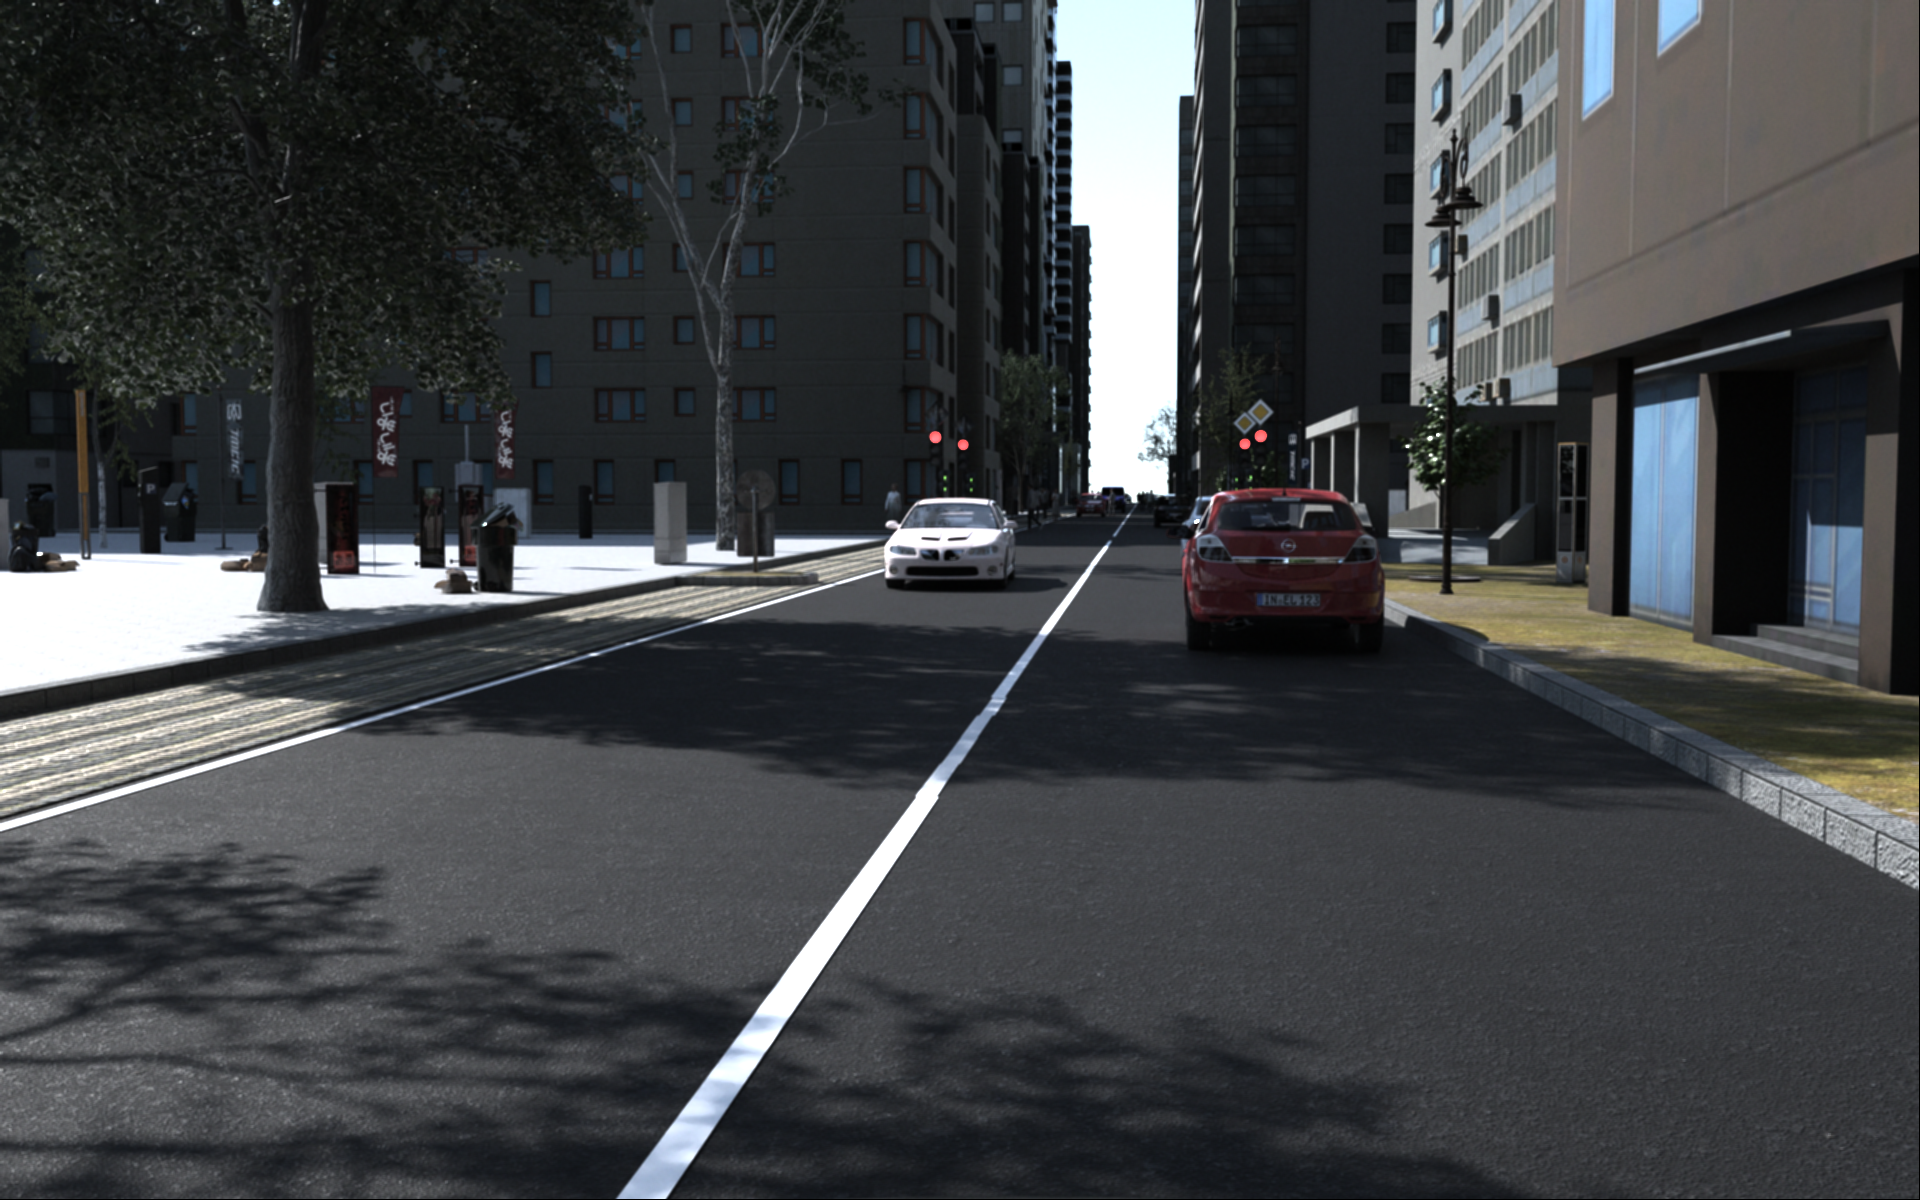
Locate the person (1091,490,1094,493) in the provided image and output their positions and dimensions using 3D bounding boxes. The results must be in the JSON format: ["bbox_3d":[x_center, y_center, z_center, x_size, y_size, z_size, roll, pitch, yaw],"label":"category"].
[{"bbox_3d":[10.512,-7.954,138.992,0.568,1.767,0.683,2,4,28],"label":"person"}]

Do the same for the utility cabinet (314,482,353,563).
[{"bbox_3d":[-11.695,-1.446,32.320,0.318,1.500,1.173,0,4,3],"label":"utility cabinet"}]

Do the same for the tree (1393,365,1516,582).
[{"bbox_3d":[7.130,-1.883,25.397,1.663,3.219,1.824,0,3,0],"label":"tree"}]

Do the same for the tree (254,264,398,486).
[{"bbox_3d":[-19.074,-6.152,50.949,4.737,8.622,4.395,0,3,0],"label":"tree"}]

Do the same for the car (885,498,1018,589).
[{"bbox_3d":[-0.093,-0.946,27.830,2.083,1.381,4.827,0,4,4],"label":"car"}]

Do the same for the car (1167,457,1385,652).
[{"bbox_3d":[3.149,-0.507,17.329,2.155,1.783,4.494,0,4,7],"label":"car"}]

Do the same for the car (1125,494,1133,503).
[{"bbox_3d":[25.637,-15.662,267.878,2.131,1.459,4.920,0,4,5],"label":"car"}]

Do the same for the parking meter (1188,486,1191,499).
[{"bbox_3d":[16.610,-7.320,125.400,0.255,1.863,0.399,1,4,8],"label":"parking meter"}]

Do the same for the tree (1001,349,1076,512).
[{"bbox_3d":[4.378,-12.007,122.063,9.928,11.665,9.643,0,3,0],"label":"tree"}]

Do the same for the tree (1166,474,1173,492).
[{"bbox_3d":[28.827,-14.949,228.123,4.285,4.588,4.351,0,3,0],"label":"tree"}]

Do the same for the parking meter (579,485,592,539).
[{"bbox_3d":[-10.785,-2.536,49.877,0.372,1.533,0.369,0,3,0],"label":"parking meter"}]

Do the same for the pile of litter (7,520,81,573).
[{"bbox_3d":[-15.373,-0.919,28.997,1.176,0.858,1.719,-1,4,-12],"label":"pile of litter"}]

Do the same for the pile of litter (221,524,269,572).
[{"bbox_3d":[-11.750,-0.918,28.971,1.176,0.858,1.719,-2,4,-30],"label":"pile of litter"}]

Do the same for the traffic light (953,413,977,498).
[{"bbox_3d":[0.159,-4.349,60.028,0.839,4.253,0.868,0,4,6],"label":"traffic light"}]

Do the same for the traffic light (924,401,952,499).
[{"bbox_3d":[-0.684,-3.863,52.088,0.839,4.253,0.868,0,4,6],"label":"traffic light"}]

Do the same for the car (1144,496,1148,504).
[{"bbox_3d":[24.931,-13.521,231.293,2.015,1.641,3.980,0,4,4],"label":"car"}]

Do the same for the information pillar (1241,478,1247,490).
[{"bbox_3d":[13.019,-4.607,79.818,0.304,2.012,0.304,3,5,45],"label":"information pillar"}]

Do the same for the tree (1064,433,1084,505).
[{"bbox_3d":[13.073,-15.941,210.998,4.737,8.622,4.395,0,3,0],"label":"tree"}]

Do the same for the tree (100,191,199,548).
[{"bbox_3d":[-20.135,-5.543,40.991,4.737,8.622,4.395,0,3,0],"label":"tree"}]

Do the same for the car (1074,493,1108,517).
[{"bbox_3d":[8.320,-6.155,109.675,2.155,1.783,4.494,0,4,6],"label":"car"}]

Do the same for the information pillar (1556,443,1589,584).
[{"bbox_3d":[8.811,-1.250,24.929,0.304,2.012,0.304,-2,4,-34],"label":"information pillar"}]

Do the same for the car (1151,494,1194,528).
[{"bbox_3d":[9.299,-3.997,75.143,2.009,1.686,4.222,0,4,6],"label":"car"}]

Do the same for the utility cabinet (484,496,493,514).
[{"bbox_3d":[-14.308,-2.521,52.378,0.306,1.237,1.020,0,4,-8],"label":"utility cabinet"}]

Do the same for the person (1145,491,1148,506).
[{"bbox_3d":[22.795,-12.376,210.718,0.709,1.838,0.599,0,4,-7],"label":"person"}]

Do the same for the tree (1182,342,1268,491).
[{"bbox_3d":[13.124,-8.189,84.245,4.737,8.622,4.395,0,3,0],"label":"tree"}]

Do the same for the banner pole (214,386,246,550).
[{"bbox_3d":[-16.862,-3.057,40.000,0.863,3.779,0.401,1,4,18],"label":"banner pole"}]

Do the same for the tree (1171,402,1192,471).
[{"bbox_3d":[18.997,-11.486,138.162,4.360,8.622,3.978,0,3,0],"label":"tree"}]

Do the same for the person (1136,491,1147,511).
[{"bbox_3d":[15.383,-8.373,146.120,1.217,1.735,0.721,-2,4,-27],"label":"person"}]

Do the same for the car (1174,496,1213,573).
[{"bbox_3d":[4.986,-1.233,32.159,2.014,1.417,4.499,0,4,7],"label":"car"}]

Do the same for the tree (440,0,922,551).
[{"bbox_3d":[-6.176,-11.266,40.081,12.611,20.169,13.585,0,3,0],"label":"tree"}]

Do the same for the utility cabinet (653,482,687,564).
[{"bbox_3d":[-5.336,-1.418,31.861,0.318,1.500,1.173,0,4,6],"label":"utility cabinet"}]

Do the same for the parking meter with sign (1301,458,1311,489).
[{"bbox_3d":[17.236,-5.383,84.267,0.543,3.016,1.738,3,5,42],"label":"parking meter with sign"}]

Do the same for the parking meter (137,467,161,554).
[{"bbox_3d":[-17.450,-1.929,37.248,0.399,1.863,0.255,-3,5,-43],"label":"parking meter"}]

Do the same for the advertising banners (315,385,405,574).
[{"bbox_3d":[-9.930,-1.928,27.713,2.074,3.025,0.090,-2,4,-27],"label":"advertising banners"}]

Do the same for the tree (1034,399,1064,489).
[{"bbox_3d":[5.698,-11.056,131.126,4.360,8.622,3.978,0,3,0],"label":"tree"}]

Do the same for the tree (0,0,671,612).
[{"bbox_3d":[-7.393,-6.859,18.799,9.857,13.997,8.962,0,3,0],"label":"tree"}]

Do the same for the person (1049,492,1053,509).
[{"bbox_3d":[8.067,-8.806,153.279,1.065,1.426,0.557,-2,4,-29],"label":"person"}]

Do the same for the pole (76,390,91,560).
[{"bbox_3d":[-17.184,-2.453,33.946,0.158,3.312,0.155,0,3,0],"label":"pole"}]

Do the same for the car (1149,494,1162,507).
[{"bbox_3d":[21.680,-10.954,190.900,2.131,1.459,4.920,0,4,4],"label":"car"}]

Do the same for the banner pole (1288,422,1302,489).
[{"bbox_3d":[11.669,-4.296,60.252,0.401,3.779,0.863,-2,4,-30],"label":"banner pole"}]

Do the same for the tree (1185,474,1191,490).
[{"bbox_3d":[19.589,-9.129,143.861,1.663,3.219,1.824,0,3,0],"label":"tree"}]

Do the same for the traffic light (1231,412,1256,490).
[{"bbox_3d":[9.669,-4.289,59.038,0.839,4.253,0.868,0,4,6],"label":"traffic light"}]

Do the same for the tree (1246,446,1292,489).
[{"bbox_3d":[12.428,-4.579,69.464,1.663,3.219,1.824,0,3,0],"label":"tree"}]

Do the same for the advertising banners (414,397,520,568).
[{"bbox_3d":[-8.679,-2.106,30.616,2.074,3.025,0.090,-3,5,-45],"label":"advertising banners"}]

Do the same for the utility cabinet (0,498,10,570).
[{"bbox_3d":[-16.718,-1.122,29.514,1.020,1.237,0.306,1,4,15],"label":"utility cabinet"}]

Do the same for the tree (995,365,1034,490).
[{"bbox_3d":[1.727,-8.979,97.165,4.360,8.622,3.978,0,3,0],"label":"tree"}]

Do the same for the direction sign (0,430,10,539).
[{"bbox_3d":[-27.571,-3.533,49.760,0.379,3.537,0.876,-2,4,-32],"label":"direction sign"}]

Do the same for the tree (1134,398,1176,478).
[{"bbox_3d":[27.138,-18.907,219.494,12.009,13.543,11.850,0,3,0],"label":"tree"}]

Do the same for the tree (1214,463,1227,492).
[{"bbox_3d":[16.836,-7.001,109.064,1.663,3.219,1.824,0,3,0],"label":"tree"}]

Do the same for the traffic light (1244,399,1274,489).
[{"bbox_3d":[8.825,-3.803,51.097,0.839,4.253,0.868,0,4,6],"label":"traffic light"}]

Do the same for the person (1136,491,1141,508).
[{"bbox_3d":[17.981,-10.067,174.009,0.541,1.710,0.530,0,4,-4],"label":"person"}]
